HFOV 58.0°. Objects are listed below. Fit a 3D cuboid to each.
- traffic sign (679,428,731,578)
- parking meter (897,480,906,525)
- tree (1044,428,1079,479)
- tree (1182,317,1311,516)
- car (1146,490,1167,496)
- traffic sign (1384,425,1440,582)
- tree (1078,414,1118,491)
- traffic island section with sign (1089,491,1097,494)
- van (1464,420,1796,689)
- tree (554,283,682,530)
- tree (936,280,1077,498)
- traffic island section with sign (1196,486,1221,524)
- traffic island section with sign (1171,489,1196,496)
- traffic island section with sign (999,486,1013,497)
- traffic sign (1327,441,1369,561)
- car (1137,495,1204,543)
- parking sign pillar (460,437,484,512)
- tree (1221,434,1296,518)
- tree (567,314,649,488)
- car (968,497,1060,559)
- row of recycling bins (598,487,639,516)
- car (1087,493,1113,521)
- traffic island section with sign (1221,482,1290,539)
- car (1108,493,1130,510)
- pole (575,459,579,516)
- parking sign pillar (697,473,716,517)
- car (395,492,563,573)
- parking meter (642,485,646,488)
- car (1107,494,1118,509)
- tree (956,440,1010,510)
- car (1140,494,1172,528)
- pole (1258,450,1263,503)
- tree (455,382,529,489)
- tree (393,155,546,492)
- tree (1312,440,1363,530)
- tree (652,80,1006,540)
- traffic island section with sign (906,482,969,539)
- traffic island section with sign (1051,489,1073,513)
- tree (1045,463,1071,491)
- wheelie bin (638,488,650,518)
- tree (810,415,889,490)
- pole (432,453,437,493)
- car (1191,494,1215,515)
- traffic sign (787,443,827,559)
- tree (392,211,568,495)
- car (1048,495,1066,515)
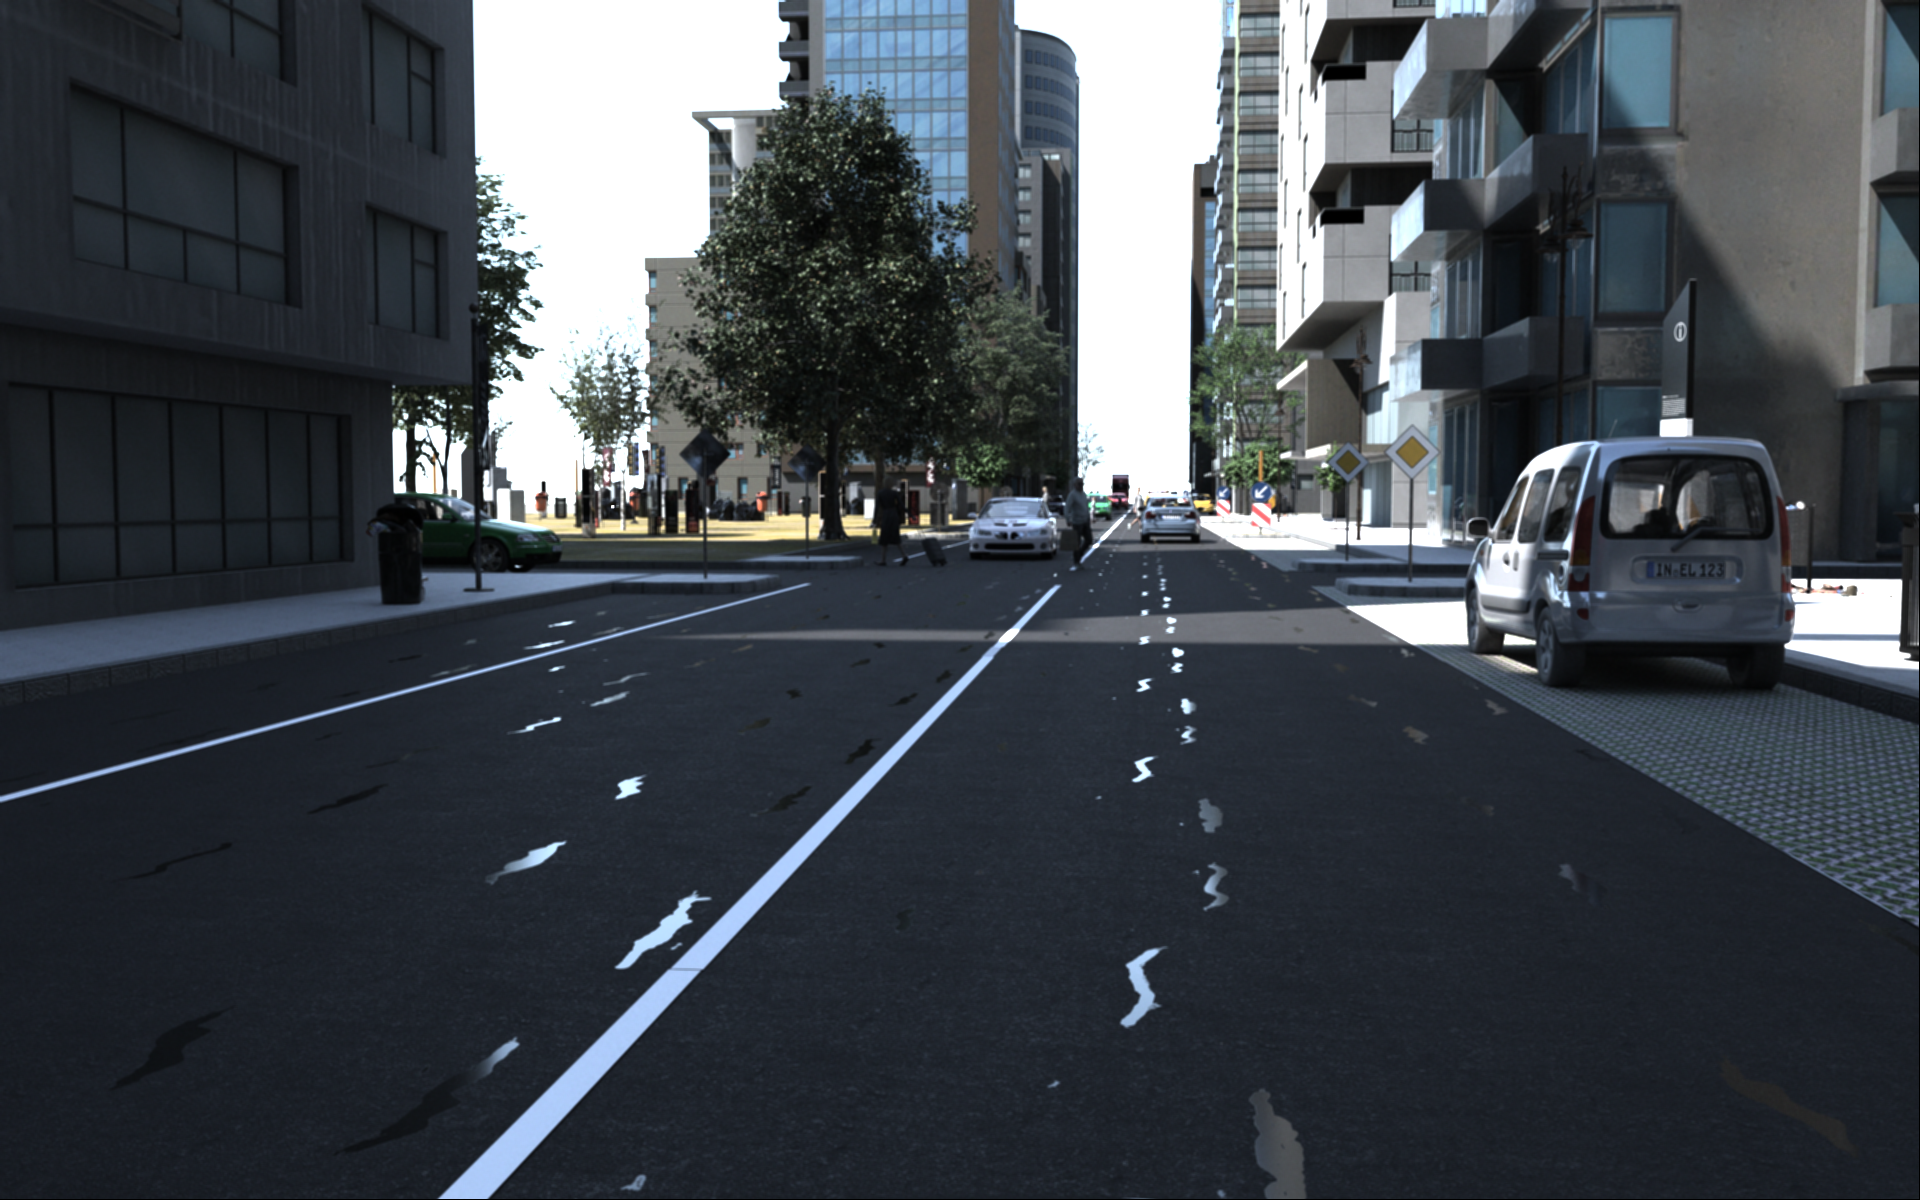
[{"bbox_3d":[-3.874,-1.387,26.321,0.795,2.450,0.064,0,4,6],"label":"traffic sign"},{"bbox_3d":[-2.462,-4.112,72.941,0.255,1.863,0.399,-2,4,-28],"label":"parking meter"},{"bbox_3d":[10.381,-14.386,185.569,4.737,8.622,4.395,0,3,0],"label":"tree"},{"bbox_3d":[16.798,-10.699,100.678,9.928,11.665,9.643,0,3,0],"label":"tree"},{"bbox_3d":[18.488,-9.368,161.838,2.281,1.827,5.304,0,4,6],"label":"car"},{"bbox_3d":[6.558,-1.318,25.185,0.795,2.450,0.064,0,4,6],"label":"traffic sign"},{"bbox_3d":[19.041,-21.737,265.762,12.009,13.543,11.850,0,3,0],"label":"tree"},{"bbox_3d":[19.321,-14.316,242.694,1.989,1.847,2.006,0,4,6],"label":"traffic island section with sign"},{"bbox_3d":[5.269,-0.432,14.082,2.013,2.044,4.112,0,4,5],"label":"van"},{"bbox_3d":[-11.877,-6.777,61.162,4.360,8.622,3.978,0,3,0],"label":"tree"},{"bbox_3d":[2.007,-11.986,102.634,9.857,13.997,8.962,0,3,0],"label":"tree"},{"bbox_3d":[12.408,-4.523,82.572,1.989,1.847,2.006,0,4,6],"label":"traffic island section with sign"},{"bbox_3d":[20.679,-9.229,159.521,1.989,1.847,2.006,0,4,6],"label":"traffic island section with sign"},{"bbox_3d":[2.275,-4.604,83.902,1.989,1.847,2.006,0,4,6],"label":"traffic island section with sign"},{"bbox_3d":[7.410,-1.803,33.124,0.795,2.450,0.064,0,4,6],"label":"traffic sign"},{"bbox_3d":[6.326,-2.449,52.044,2.014,1.417,4.499,0,4,7],"label":"car"},{"bbox_3d":[-22.058,-5.494,78.307,1.447,3.967,1.447,3,5,44],"label":"parking sign pillar"},{"bbox_3d":[16.743,-6.750,94.073,4.285,4.588,4.351,0,3,0],"label":"tree"},{"bbox_3d":[-15.271,-7.423,71.724,4.737,8.622,4.395,0,3,0],"label":"tree"},{"bbox_3d":[1.259,-1.673,39.708,2.083,1.381,4.827,0,4,5],"label":"car"},{"bbox_3d":[-19.091,-5.658,99.623,3.534,1.692,1.069,-1,4,-22],"label":"row of recycling bins"},{"bbox_3d":[7.380,-5.255,94.714,1.959,1.807,4.718,0,4,6],"label":"car"},{"bbox_3d":[9.527,-2.880,55.717,1.989,1.847,2.006,0,4,6],"label":"traffic island section with sign"},{"bbox_3d":[14.806,-9.348,161.872,2.155,1.783,4.494,0,4,5],"label":"car"},{"bbox_3d":[-22.253,-6.527,100.552,0.158,3.312,0.155,0,3,0],"label":"pole"},{"bbox_3d":[-14.044,-6.568,95.852,1.447,3.967,1.447,-3,5,-42],"label":"parking sign pillar"},{"bbox_3d":[-9.464,-1.350,30.869,4.718,1.807,1.959,0,4,5],"label":"car"},{"bbox_3d":[-20.252,-6.469,111.471,0.255,1.863,0.399,1,4,9],"label":"parking meter"},{"bbox_3d":[14.675,-9.661,169.952,2.014,1.417,4.499,0,4,7],"label":"car"},{"bbox_3d":[1.193,-6.821,95.234,4.285,4.588,4.351,0,3,0],"label":"tree"},{"bbox_3d":[8.412,-3.828,72.818,2.015,1.641,3.980,0,4,5],"label":"car"},{"bbox_3d":[14.061,-5.330,80.988,0.158,3.312,0.155,0,3,0],"label":"pole"},{"bbox_3d":[-24.829,-8.561,90.334,4.360,8.622,3.978,0,3,0],"label":"tree"},{"bbox_3d":[-15.499,-8.066,50.005,7.486,12.596,7.792,0,3,0],"label":"tree"},{"bbox_3d":[13.433,-4.148,62.417,1.663,3.219,1.824,0,3,0],"label":"tree"},{"bbox_3d":[-3.566,-8.026,48.230,9.611,12.733,9.660,0,3,0],"label":"tree"},{"bbox_3d":[-0.652,-2.933,56.586,1.989,1.847,2.006,0,4,6],"label":"traffic island section with sign"},{"bbox_3d":[7.594,-7.636,133.470,1.989,1.847,2.006,0,4,6],"label":"traffic island section with sign"},{"bbox_3d":[9.872,-12.006,180.007,4.285,4.588,4.351,0,3,0],"label":"tree"},{"bbox_3d":[-17.042,-5.250,93.742,0.980,1.594,0.693,-1,4,-20],"label":"wheelie bin"},{"bbox_3d":[-4.122,-8.097,82.745,4.360,8.622,3.978,0,3,0],"label":"tree"},{"bbox_3d":[-26.147,-5.650,86.219,0.158,3.312,0.155,0,3,0],"label":"pole"},{"bbox_3d":[16.529,-6.658,119.080,2.015,1.641,3.980,0,4,5],"label":"car"},{"bbox_3d":[-3.022,-1.873,34.261,0.795,2.450,0.064,0,4,6],"label":"traffic sign"},{"bbox_3d":[-12.090,-5.463,39.685,4.737,8.622,4.395,0,3,0],"label":"tree"},{"bbox_3d":[6.387,-6.540,119.505,1.945,1.354,3.894,0,4,6],"label":"car"}]
